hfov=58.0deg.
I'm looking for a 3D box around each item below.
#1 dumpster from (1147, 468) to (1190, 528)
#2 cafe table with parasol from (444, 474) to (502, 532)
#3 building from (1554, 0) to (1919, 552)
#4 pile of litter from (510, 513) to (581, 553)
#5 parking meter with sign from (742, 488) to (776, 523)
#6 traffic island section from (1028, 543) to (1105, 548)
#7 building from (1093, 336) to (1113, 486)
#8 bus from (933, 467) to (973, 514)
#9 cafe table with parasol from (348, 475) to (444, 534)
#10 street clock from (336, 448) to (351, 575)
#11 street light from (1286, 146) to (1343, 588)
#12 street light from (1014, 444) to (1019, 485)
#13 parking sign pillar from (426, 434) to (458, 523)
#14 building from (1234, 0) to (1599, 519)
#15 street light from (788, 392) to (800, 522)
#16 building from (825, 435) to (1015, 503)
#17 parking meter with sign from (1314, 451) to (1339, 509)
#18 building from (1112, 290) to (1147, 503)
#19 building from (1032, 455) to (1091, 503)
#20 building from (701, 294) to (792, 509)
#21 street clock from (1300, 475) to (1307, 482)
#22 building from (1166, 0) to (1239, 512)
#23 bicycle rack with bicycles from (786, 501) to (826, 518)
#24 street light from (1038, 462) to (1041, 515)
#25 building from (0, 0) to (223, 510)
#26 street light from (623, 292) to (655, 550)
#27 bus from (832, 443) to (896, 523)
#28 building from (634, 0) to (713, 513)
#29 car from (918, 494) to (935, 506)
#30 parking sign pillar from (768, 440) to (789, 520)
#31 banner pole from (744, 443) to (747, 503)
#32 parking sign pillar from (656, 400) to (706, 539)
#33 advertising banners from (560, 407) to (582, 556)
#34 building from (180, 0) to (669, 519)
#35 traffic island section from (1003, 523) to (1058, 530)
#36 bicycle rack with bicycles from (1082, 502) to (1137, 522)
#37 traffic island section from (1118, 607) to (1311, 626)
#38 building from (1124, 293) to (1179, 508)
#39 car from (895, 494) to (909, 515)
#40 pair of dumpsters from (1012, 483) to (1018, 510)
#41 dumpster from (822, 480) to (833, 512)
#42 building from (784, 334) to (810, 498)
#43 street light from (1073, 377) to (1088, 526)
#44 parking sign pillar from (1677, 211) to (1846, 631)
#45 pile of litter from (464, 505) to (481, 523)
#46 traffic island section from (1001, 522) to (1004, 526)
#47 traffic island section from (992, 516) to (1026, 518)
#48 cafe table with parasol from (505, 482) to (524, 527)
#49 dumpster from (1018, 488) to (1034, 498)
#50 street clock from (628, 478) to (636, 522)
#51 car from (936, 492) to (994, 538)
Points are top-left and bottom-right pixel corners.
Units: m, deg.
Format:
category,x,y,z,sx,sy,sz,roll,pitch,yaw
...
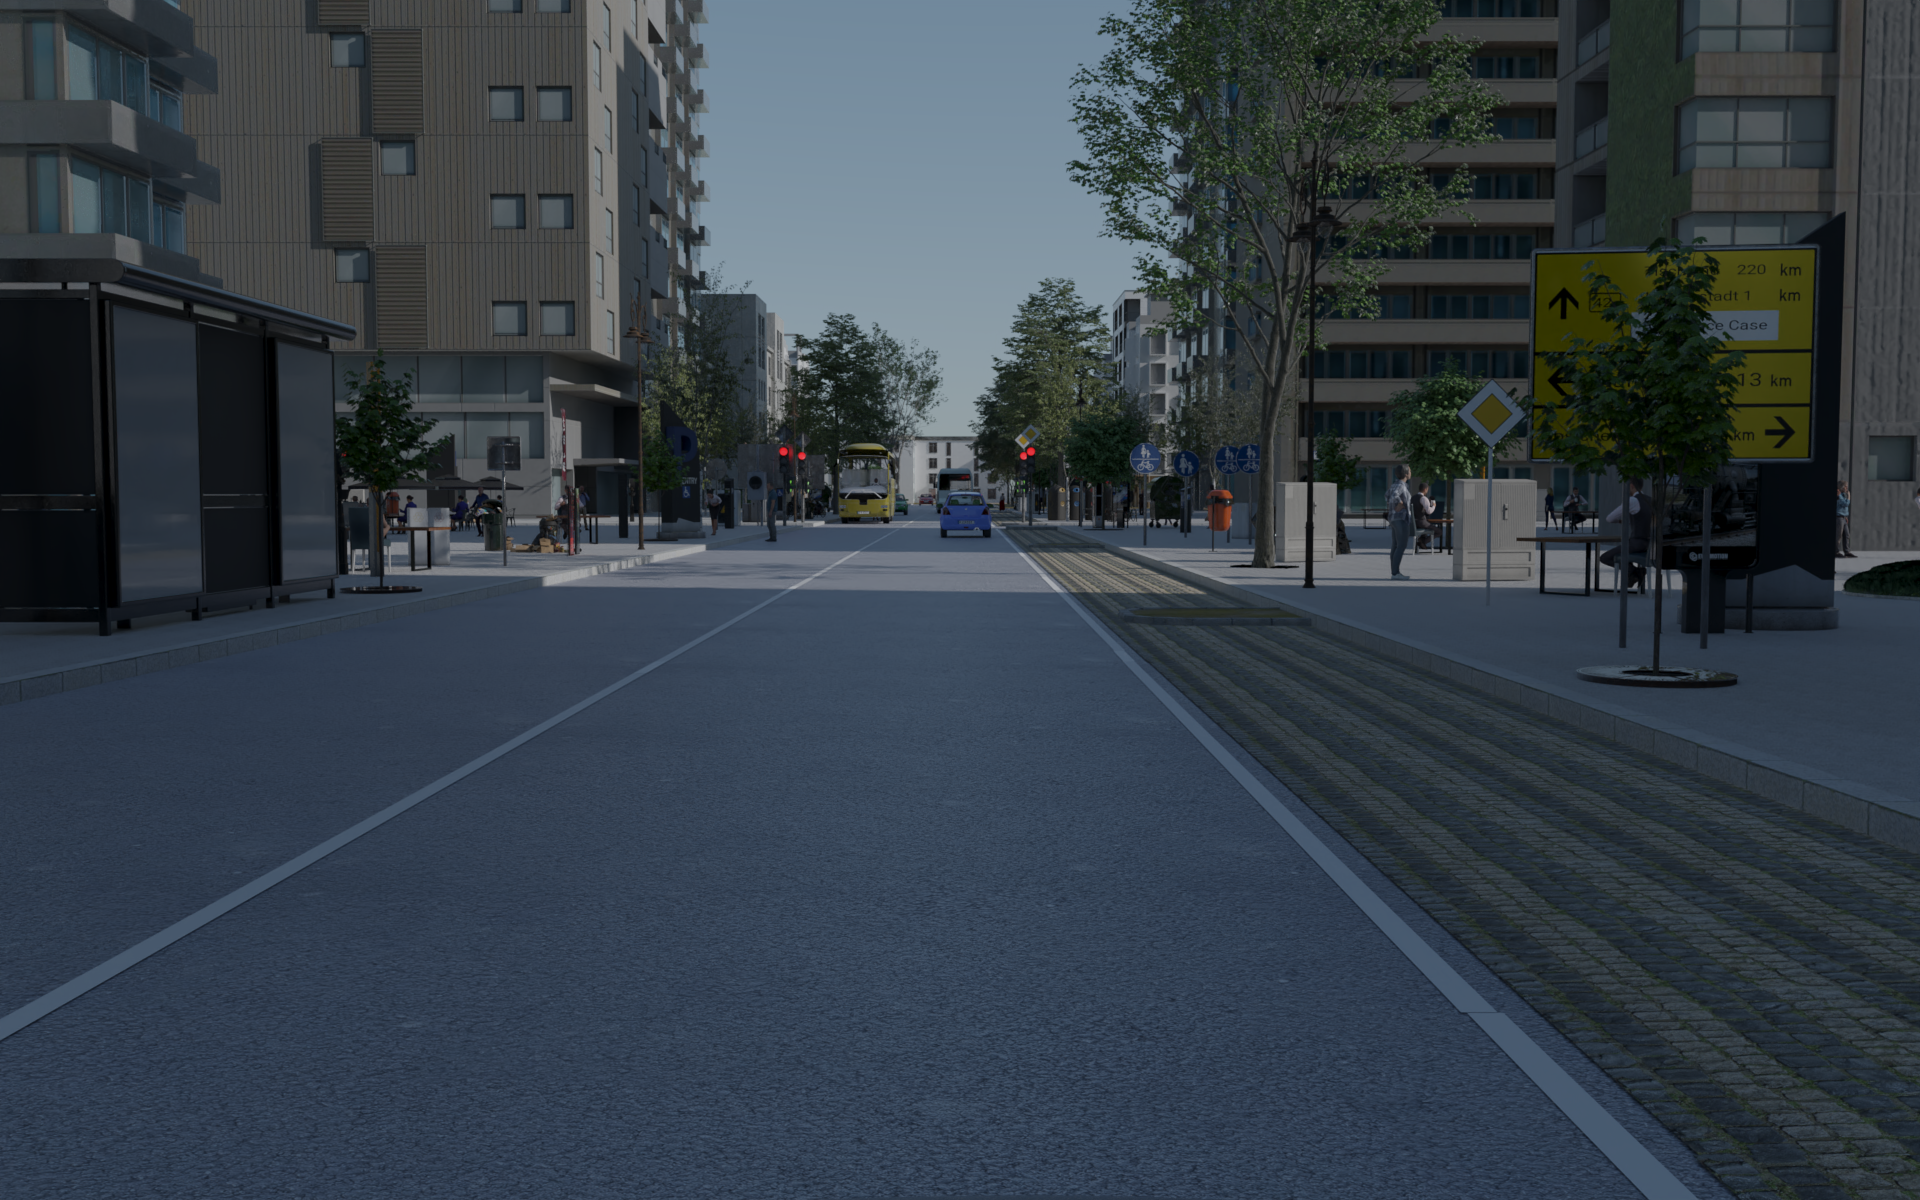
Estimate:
category,x,y,z,sx,sy,sz,roll,pitch,yaw
dumpster,7.833,-3.854,65.511,1.502,2.255,1.985,0,4,0
cafe table with parasol,-17.644,-3.357,59.750,2.610,1.966,2.610,0,4,8
building,23.207,-22.065,44.361,14.154,41.232,14.086,0,3,0
pile of litter,-9.224,-1.475,38.085,1.176,0.858,1.719,-2,4,-32
parking meter with sign,-9.019,-4.995,77.929,1.738,3.016,0.543,2,4,27
traffic island section,2.834,-1.455,46.651,1.991,0.108,1.994,0,3,0
building,24.500,-21.762,212.228,16.016,20.091,11.380,0,3,0
bus,-0.506,-8.294,130.467,2.948,3.499,13.247,0,4,-1
cafe table with parasol,-18.164,-3.092,55.421,2.610,1.966,2.610,0,4,-8
street clock,-9.857,-1.404,27.523,0.358,2.002,0.471,0,4,-3
street light,4.768,-3.101,23.485,0.468,5.910,1.993,0,3,0
street light,4.938,-10.972,152.175,0.468,5.910,1.993,0,3,0
parking sign pillar,-23.269,-5.465,77.819,1.447,3.967,1.447,0,4,3
building,26.856,-28.983,97.579,21.600,48.544,21.300,0,3,0
street light,-7.529,-6.486,78.842,0.468,5.910,1.993,0,3,0
building,-6.605,-18.953,252.028,28.070,9.664,9.099,0,3,0
parking meter with sign,14.564,-4.441,68.873,0.543,3.016,1.738,-1,4,-13
building,30.415,-21.153,189.819,27.936,21.610,32.646,0,3,0
building,21.822,-18.936,251.755,28.070,9.664,9.099,0,3,0
building,-26.342,-18.492,168.796,16.747,18.905,31.486,0,3,0
street clock,13.274,-3.782,66.408,0.471,2.002,0.358,-1,4,-21
building,28.492,-31.628,136.730,23.786,49.044,30.456,0,3,0
bicycle rack with bicycles,-8.989,-5.002,95.165,2.852,0.926,2.925,-2,4,-30
street light,4.918,-8.210,107.028,0.468,5.910,1.993,0,3,0
building,-37.604,-26.031,45.209,30.456,49.044,23.786,0,3,0
street light,-7.351,-4.097,39.769,0.468,5.910,1.993,0,3,0
bus,-4.651,-5.875,87.603,2.896,3.916,12.252,0,4,-1
building,-30.925,-31.182,129.437,23.786,49.044,30.456,0,3,0
car,-4.206,-12.665,216.107,2.155,1.783,4.494,0,4,-1
parking sign pillar,-9.232,-5.967,86.038,1.447,3.967,1.447,-2,4,-32
banner pole,-10.543,-5.773,84.409,0.401,3.779,0.863,-2,4,-30
parking sign pillar,-8.107,-3.778,50.240,1.447,3.967,1.447,2,4,29
advertising banners,-8.110,-2.439,36.063,0.090,3.025,2.074,0,4,-3
building,-32.243,-31.264,100.404,28.713,52.752,27.495,0,3,0
traffic island section,2.855,-2.894,69.603,2.009,0.180,2.903,0,3,0
bicycle rack with bicycles,7.124,-4.080,80.088,2.925,0.926,2.852,-3,5,-43
traffic island section,2.821,0.193,19.707,1.991,0.108,1.994,0,3,0
building,24.151,-19.045,167.811,16.016,20.091,11.380,0,3,0
car,-4.475,-6.717,118.619,1.959,1.807,4.718,0,4,-1
pair of dumpsters,5.017,-8.400,139.839,1.574,2.255,4.437,0,3,0
dumpster,-9.736,-7.327,122.297,1.502,2.255,1.985,0,3,0
building,-24.232,-21.637,210.190,11.380,20.091,16.016,0,3,0
street light,4.767,-5.862,68.633,0.468,5.910,1.993,0,3,0
parking sign pillar,7.797,-1.735,16.839,1.447,3.967,1.447,0,4,4
pile of litter,-21.445,-3.862,77.115,1.719,0.858,1.176,1,4,10
traffic island section,2.861,-3.383,77.588,2.009,0.180,2.903,0,3,0
traffic island section,2.869,-4.894,102.890,1.991,0.108,1.994,0,3,0
cafe table with parasol,-17.962,-3.758,66.308,2.610,1.966,2.610,1,4,19
dumpster,5.166,-7.836,133.869,1.264,1.857,1.865,0,3,0
street clock,-15.175,-4.619,80.088,0.358,2.002,0.471,-1,4,-21
car,0.172,-2.970,58.155,1.945,1.707,3.694,0,4,-1
